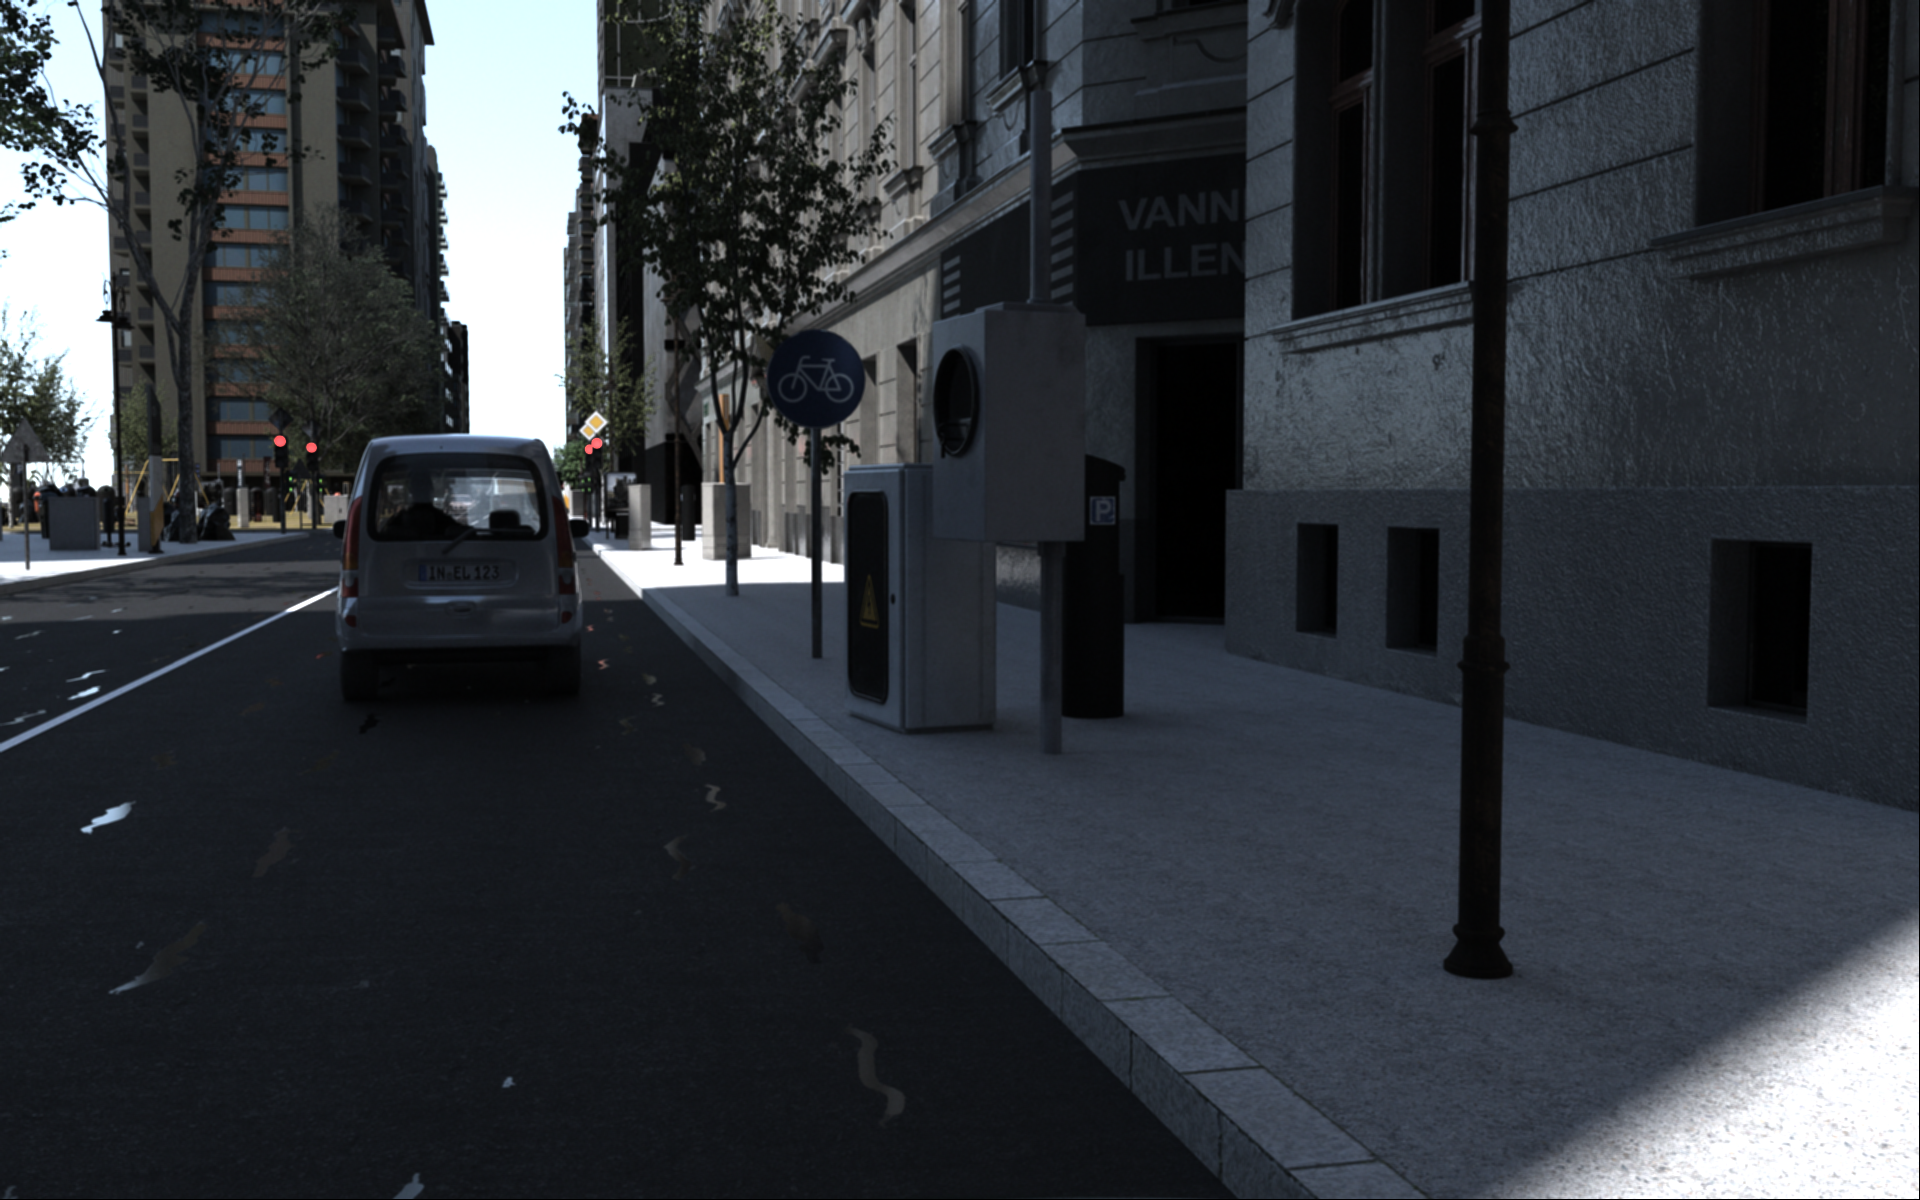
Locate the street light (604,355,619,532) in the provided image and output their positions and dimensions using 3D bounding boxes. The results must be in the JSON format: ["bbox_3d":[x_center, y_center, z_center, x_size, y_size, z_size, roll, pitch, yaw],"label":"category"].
[{"bbox_3d":[-11.624,-5.199,57.790,0.468,5.910,1.993,-1,4,-14],"label":"street light"}]

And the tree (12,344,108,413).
[{"bbox_3d":[-44.724,-8.265,85.493,4.360,8.622,3.978,0,3,0],"label":"tree"}]

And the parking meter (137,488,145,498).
[{"bbox_3d":[-54.174,-6.660,114.607,0.399,1.863,0.255,1,4,9],"label":"parking meter"}]

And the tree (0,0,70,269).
[{"bbox_3d":[-15.532,-5.929,22.698,9.928,11.665,9.643,0,3,0],"label":"tree"}]

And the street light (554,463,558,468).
[{"bbox_3d":[-49.545,-14.694,213.038,0.468,5.910,1.993,-1,4,-14],"label":"street light"}]

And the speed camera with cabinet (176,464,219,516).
[{"bbox_3d":[-43.914,-6.431,99.488,2.038,3.252,0.660,0,4,-3],"label":"speed camera with cabinet"}]

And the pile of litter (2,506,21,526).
[{"bbox_3d":[-39.050,-3.443,70.261,1.719,0.858,1.176,-2,4,-32],"label":"pile of litter"}]

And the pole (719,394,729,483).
[{"bbox_3d":[-4.822,-2.546,35.466,0.158,3.312,0.155,0,3,0],"label":"pole"}]

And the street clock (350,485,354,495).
[{"bbox_3d":[-46.636,-7.856,133.018,0.358,2.002,0.471,1,4,19],"label":"street clock"}]

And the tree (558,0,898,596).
[{"bbox_3d":[-2.842,-4.347,21.428,4.737,8.622,4.395,0,3,0],"label":"tree"}]

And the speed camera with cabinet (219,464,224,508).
[{"bbox_3d":[-48.012,-7.243,112.766,0.660,3.252,2.038,0,4,7],"label":"speed camera with cabinet"}]

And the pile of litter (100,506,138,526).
[{"bbox_3d":[-33.965,-3.441,70.218,1.719,0.858,1.176,-2,4,-23],"label":"pile of litter"}]

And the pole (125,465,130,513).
[{"bbox_3d":[-57.790,-7.731,120.239,0.158,3.312,0.155,0,3,0],"label":"pole"}]

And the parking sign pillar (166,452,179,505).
[{"bbox_3d":[-50.840,-7.581,112.420,1.447,3.967,1.447,1,4,17],"label":"parking sign pillar"}]

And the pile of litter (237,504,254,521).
[{"bbox_3d":[-34.396,-4.268,83.751,1.176,0.858,1.719,0,4,0],"label":"pile of litter"}]

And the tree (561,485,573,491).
[{"bbox_3d":[-42.724,-11.927,189.614,1.663,3.219,1.824,0,3,0],"label":"tree"}]

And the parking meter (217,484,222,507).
[{"bbox_3d":[-41.048,-5.511,95.810,0.255,1.863,0.399,1,4,16],"label":"parking meter"}]

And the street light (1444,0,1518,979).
[{"bbox_3d":[1.395,-1.939,4.486,0.468,5.910,1.993,-1,4,-14],"label":"street light"}]

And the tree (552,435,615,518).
[{"bbox_3d":[-20.202,-6.681,92.944,4.285,4.588,4.351,0,3,0],"label":"tree"}]

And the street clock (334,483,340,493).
[{"bbox_3d":[-42.105,-6.885,117.140,0.358,2.002,0.471,0,4,5],"label":"street clock"}]

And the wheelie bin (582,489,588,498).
[{"bbox_3d":[-22.987,-5.981,105.701,0.693,1.594,0.980,1,4,20],"label":"wheelie bin"}]

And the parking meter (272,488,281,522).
[{"bbox_3d":[-30.944,-4.284,78.453,0.372,1.533,0.369,0,3,0],"label":"parking meter"}]

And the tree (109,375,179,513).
[{"bbox_3d":[-50.561,-9.673,108.514,4.737,8.622,4.395,0,3,0],"label":"tree"}]

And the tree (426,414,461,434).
[{"bbox_3d":[-46.157,-12.471,154.257,4.360,8.622,3.978,0,3,0],"label":"tree"}]

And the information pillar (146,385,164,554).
[{"bbox_3d":[-17.366,-2.815,37.378,0.183,3.616,0.504,0,4,-1],"label":"information pillar"}]

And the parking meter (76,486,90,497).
[{"bbox_3d":[-26.921,-2.740,53.210,0.372,1.533,0.369,0,3,0],"label":"parking meter"}]

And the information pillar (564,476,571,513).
[{"bbox_3d":[-26.197,-7.597,115.570,0.504,3.616,0.183,1,4,21],"label":"information pillar"}]

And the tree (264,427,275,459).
[{"bbox_3d":[-47.546,-10.612,123.875,4.737,8.622,4.395,0,3,0],"label":"tree"}]

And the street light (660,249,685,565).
[{"bbox_3d":[-5.085,-3.567,31.114,0.468,5.910,1.993,-1,4,-14],"label":"street light"}]

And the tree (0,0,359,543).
[{"bbox_3d":[-21.505,-11.574,45.117,12.611,20.169,13.585,0,3,0],"label":"tree"}]

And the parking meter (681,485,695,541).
[{"bbox_3d":[-7.463,-2.394,47.547,0.372,1.533,0.369,0,3,0],"label":"parking meter"}]

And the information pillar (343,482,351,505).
[{"bbox_3d":[-38.437,-6.370,108.649,0.304,2.012,0.304,1,4,16],"label":"information pillar"}]

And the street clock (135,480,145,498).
[{"bbox_3d":[-41.039,-5.024,86.713,0.471,2.002,0.358,2,4,24],"label":"street clock"}]

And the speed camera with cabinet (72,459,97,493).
[{"bbox_3d":[-48.997,-6.319,97.652,0.660,3.252,2.038,1,4,20],"label":"speed camera with cabinet"}]

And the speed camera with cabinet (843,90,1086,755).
[{"bbox_3d":[-0.038,-0.908,9.175,0.660,3.252,2.038,-1,4,-23],"label":"speed camera with cabinet"}]

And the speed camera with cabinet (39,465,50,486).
[{"bbox_3d":[-61.985,-7.601,118.606,2.038,3.252,0.660,1,4,11],"label":"speed camera with cabinet"}]

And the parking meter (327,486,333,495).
[{"bbox_3d":[-48.048,-7.731,132.118,0.255,1.863,0.399,3,4,38],"label":"parking meter"}]

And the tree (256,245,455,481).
[{"bbox_3d":[-30.530,-11.058,87.451,9.857,13.997,8.962,0,3,0],"label":"tree"}]

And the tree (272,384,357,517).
[{"bbox_3d":[-36.386,-8.981,97.206,4.360,8.622,3.978,0,3,0],"label":"tree"}]

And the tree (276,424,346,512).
[{"bbox_3d":[-42.163,-10.004,113.925,4.737,8.622,4.395,0,3,0],"label":"tree"}]

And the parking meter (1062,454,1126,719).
[{"bbox_3d":[0.765,-0.098,10.019,0.372,1.533,0.369,0,3,0],"label":"parking meter"}]

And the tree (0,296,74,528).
[{"bbox_3d":[-35.712,-7.032,65.339,4.737,8.622,4.395,0,3,0],"label":"tree"}]

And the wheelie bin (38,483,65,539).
[{"bbox_3d":[-26.275,-2.583,50.135,0.693,1.594,0.980,-3,5,-41],"label":"wheelie bin"}]

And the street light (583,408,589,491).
[{"bbox_3d":[-18.217,-6.863,85.000,0.468,5.910,1.993,-1,4,-14],"label":"street light"}]

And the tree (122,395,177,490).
[{"bbox_3d":[-59.973,-10.886,128.345,4.360,8.622,3.978,0,3,0],"label":"tree"}]

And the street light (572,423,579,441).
[{"bbox_3d":[-24.702,-8.473,111.317,0.468,5.910,1.993,-1,4,-14],"label":"street light"}]

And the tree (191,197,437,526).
[{"bbox_3d":[-26.319,-9.820,70.921,12.009,13.543,11.850,0,3,0],"label":"tree"}]

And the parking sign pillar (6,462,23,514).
[{"bbox_3d":[-58.711,-7.310,107.995,1.447,3.967,1.447,3,4,37],"label":"parking sign pillar"}]

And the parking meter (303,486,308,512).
[{"bbox_3d":[-45.661,-7.040,120.807,0.255,1.863,0.399,-2,4,-34],"label":"parking meter"}]

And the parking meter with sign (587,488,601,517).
[{"bbox_3d":[-20.475,-6.167,97.096,1.738,3.016,0.543,3,5,44],"label":"parking meter with sign"}]

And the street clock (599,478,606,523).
[{"bbox_3d":[-15.682,-4.378,76.152,0.471,2.002,0.358,0,4,2],"label":"street clock"}]

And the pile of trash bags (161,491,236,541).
[{"bbox_3d":[-21.586,-2.371,48.512,1.912,1.369,3.447,-2,4,-33],"label":"pile of trash bags"}]

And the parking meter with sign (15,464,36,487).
[{"bbox_3d":[-54.209,-6.399,100.883,1.738,3.016,0.543,2,4,29],"label":"parking meter with sign"}]

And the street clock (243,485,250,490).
[{"bbox_3d":[-54.683,-7.844,132.822,0.471,2.002,0.358,1,4,12],"label":"street clock"}]

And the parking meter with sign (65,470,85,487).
[{"bbox_3d":[-63.011,-7.736,122.745,0.543,3.016,1.738,3,5,39],"label":"parking meter with sign"}]

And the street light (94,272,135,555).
[{"bbox_3d":[-17.592,-3.877,36.184,0.468,5.910,1.993,-1,4,-14],"label":"street light"}]
